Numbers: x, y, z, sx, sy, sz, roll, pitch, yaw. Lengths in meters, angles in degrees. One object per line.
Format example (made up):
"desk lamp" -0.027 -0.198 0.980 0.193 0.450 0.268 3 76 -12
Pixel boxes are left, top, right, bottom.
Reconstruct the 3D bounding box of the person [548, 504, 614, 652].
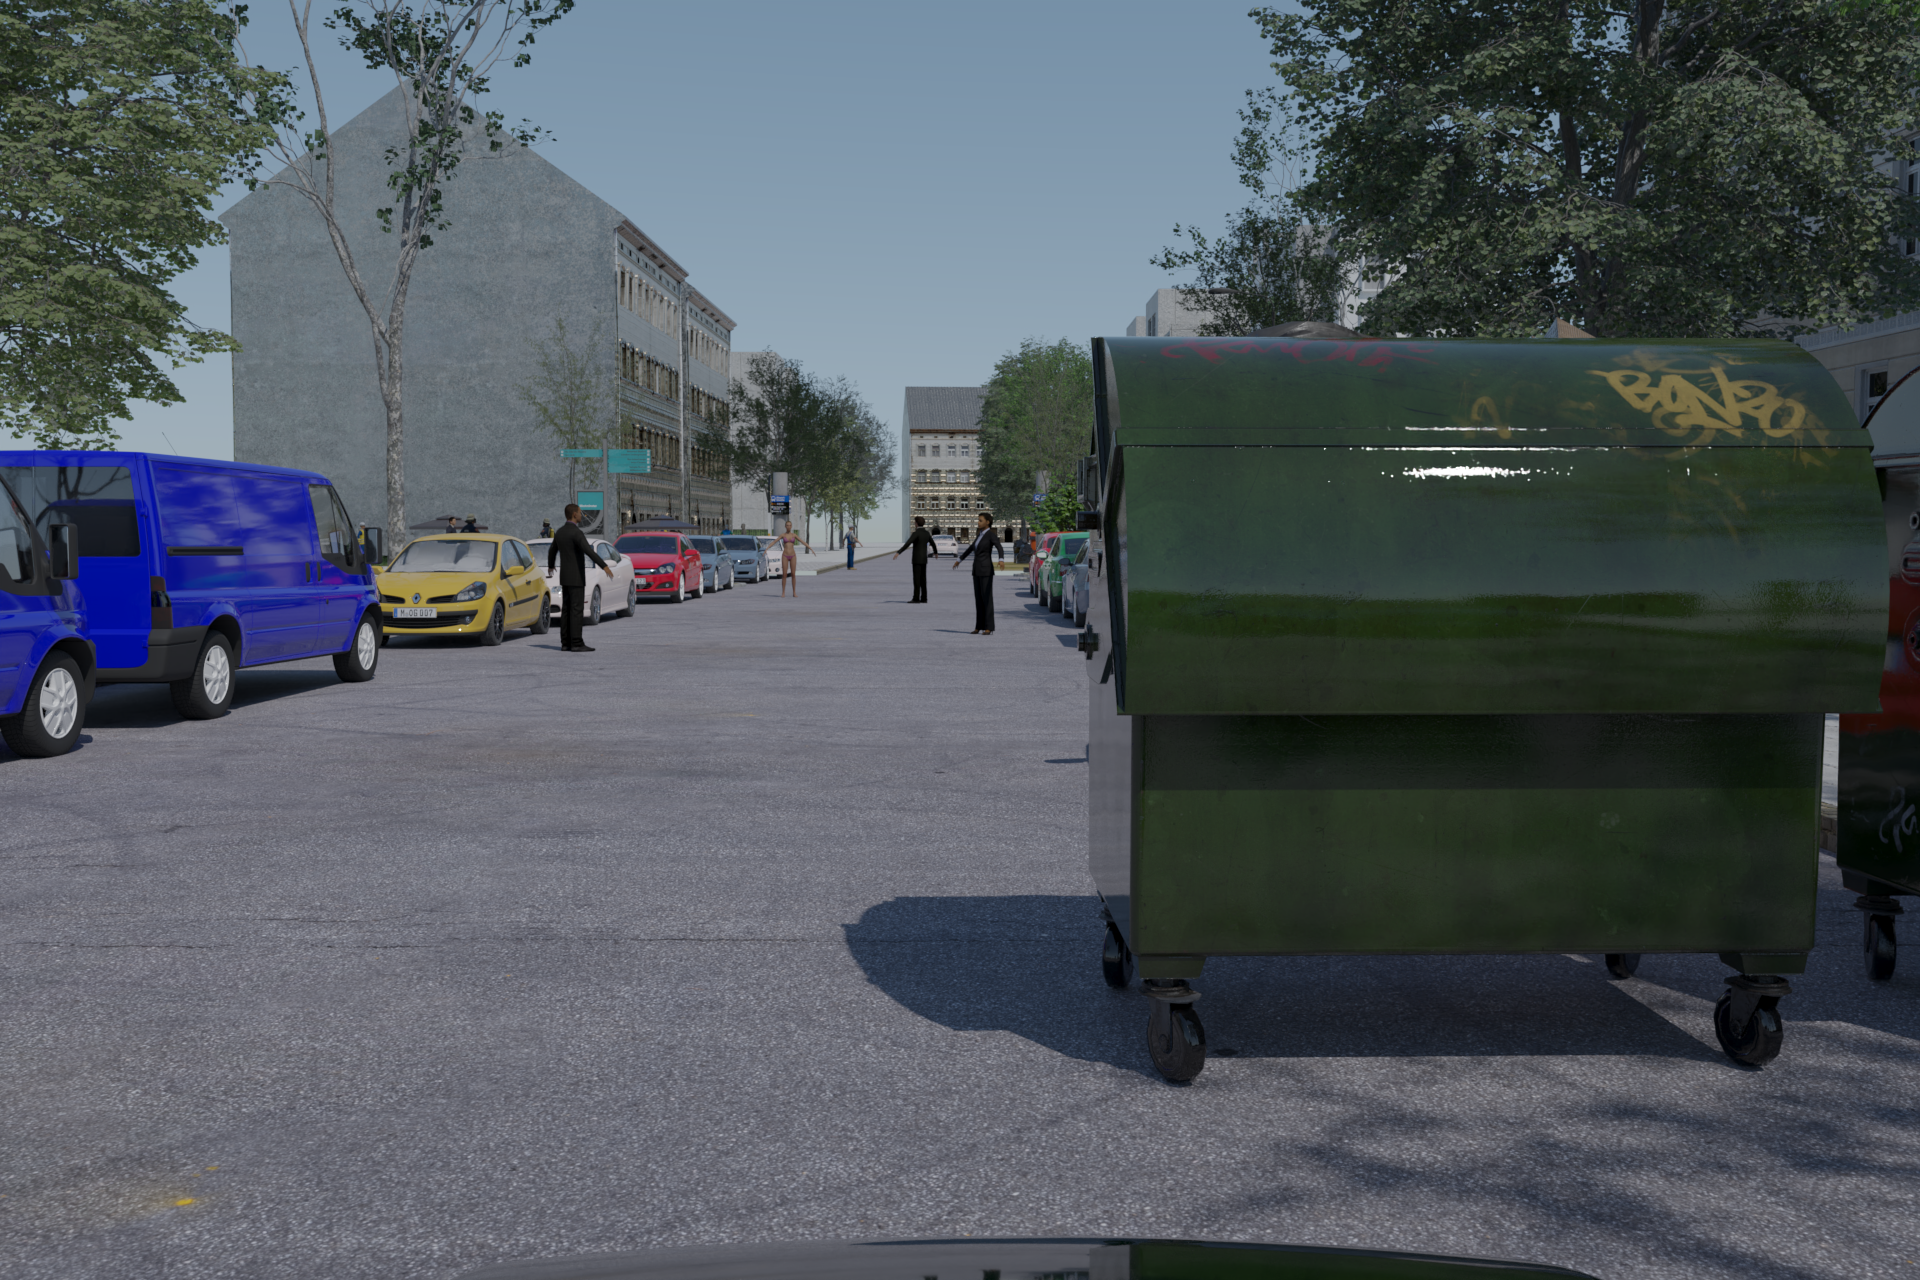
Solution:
"person" -4.698 -0.762 21.139 1.346 1.802 0.704 3 5 45

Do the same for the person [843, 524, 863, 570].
"person" -4.347 -3.727 69.253 0.705 1.847 1.347 -3 4 -38

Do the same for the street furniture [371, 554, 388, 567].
"street furniture" -20.975 -3.350 70.403 5.734 0.657 10.072 0 4 -2

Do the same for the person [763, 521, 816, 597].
"person" -3.865 -1.832 39.216 1.217 1.733 0.721 -1 4 -13

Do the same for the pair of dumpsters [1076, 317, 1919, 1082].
"pair of dumpsters" 2.551 -0.006 5.055 4.436 2.255 1.574 0 4 -1

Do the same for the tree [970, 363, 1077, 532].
"tree" 5.257 -13.299 124.090 9.857 13.997 8.962 0 3 0

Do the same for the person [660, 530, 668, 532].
"person" -12.306 -4.069 72.493 0.705 1.833 1.349 1 4 13

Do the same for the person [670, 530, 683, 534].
"person" -13.157 -4.547 80.280 1.347 1.837 0.705 -3 5 -41

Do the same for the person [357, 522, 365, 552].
"person" -24.474 -3.962 71.251 0.721 1.772 1.216 0 4 6

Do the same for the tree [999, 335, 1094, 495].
"tree" 3.403 -6.944 63.890 4.360 8.622 3.978 0 3 0

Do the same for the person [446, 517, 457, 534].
"person" -15.890 -2.952 54.315 0.704 1.823 1.345 0 4 4

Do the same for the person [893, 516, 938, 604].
"person" -0.858 -1.660 35.788 0.705 1.806 1.347 3 5 40

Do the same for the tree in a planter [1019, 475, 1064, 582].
"tree in a planter" 2.801 -3.395 52.734 1.991 3.239 1.994 0 4 -1

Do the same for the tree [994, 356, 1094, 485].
"tree" 6.009 -10.682 100.410 9.928 11.665 9.643 0 3 0

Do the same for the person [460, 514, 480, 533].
"person" -13.490 -2.571 47.902 1.351 1.845 0.704 2 4 34

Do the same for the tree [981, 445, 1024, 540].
"tree" 5.273 -13.703 149.800 9.928 11.665 9.643 0 3 0

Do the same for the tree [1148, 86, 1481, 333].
"tree" 14.924 -13.375 74.566 12.611 20.169 13.585 0 3 0

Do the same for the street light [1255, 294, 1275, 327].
"street light" 6.452 -3.685 32.784 1.470 5.913 1.316 0 3 0

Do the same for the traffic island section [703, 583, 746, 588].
"traffic island section" -6.872 -1.485 47.149 1.991 0.108 1.994 0 3 0

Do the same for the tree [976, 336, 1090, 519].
"tree" 5.626 -12.462 110.411 9.857 13.997 8.962 0 3 0

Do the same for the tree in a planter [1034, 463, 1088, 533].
"tree in a planter" 2.793 -2.849 43.811 1.991 3.239 1.994 0 4 1

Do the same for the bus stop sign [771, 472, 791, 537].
"bus stop sign" -7.674 -5.201 74.054 0.837 3.901 0.837 0 4 -1

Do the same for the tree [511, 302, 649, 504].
"tree" -12.689 -6.459 55.962 4.360 8.622 3.978 0 3 0

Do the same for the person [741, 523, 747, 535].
"person" -10.863 -4.927 86.677 0.705 1.813 1.348 -1 4 -9

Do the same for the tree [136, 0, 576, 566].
"tree" -13.688 -11.153 38.246 12.611 20.169 13.585 0 3 0

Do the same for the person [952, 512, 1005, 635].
"person" 0.277 -0.945 24.635 0.721 1.740 1.216 -2 4 -34

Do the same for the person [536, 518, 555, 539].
"person" -14.819 -3.440 62.029 0.705 1.856 1.354 1 4 22

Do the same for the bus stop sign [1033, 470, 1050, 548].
"bus stop sign" 3.461 -5.067 71.864 0.837 3.901 0.837 0 4 0

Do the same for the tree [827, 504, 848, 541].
"tree" -17.796 -18.829 258.210 4.360 8.622 3.978 0 3 0

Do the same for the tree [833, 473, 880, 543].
"tree" -15.111 -19.908 251.253 9.928 11.665 9.643 0 3 0

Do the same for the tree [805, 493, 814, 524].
"tree" -24.204 -20.413 251.875 7.486 12.596 7.792 0 3 0

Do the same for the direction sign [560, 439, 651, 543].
"direction sign" -9.944 -3.698 49.231 2.525 3.948 1.411 0 4 0

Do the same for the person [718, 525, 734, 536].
"person" -13.200 -5.616 97.954 1.347 1.817 0.704 0 4 -5

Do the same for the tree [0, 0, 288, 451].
"tree" -12.795 -6.373 22.320 7.486 12.596 7.792 0 3 0

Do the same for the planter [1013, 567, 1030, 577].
"planter" 2.817 -2.302 58.780 1.991 0.319 1.994 0 4 -1

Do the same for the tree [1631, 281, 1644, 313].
"tree" 27.250 -9.021 65.621 7.486 12.596 7.792 0 3 0
